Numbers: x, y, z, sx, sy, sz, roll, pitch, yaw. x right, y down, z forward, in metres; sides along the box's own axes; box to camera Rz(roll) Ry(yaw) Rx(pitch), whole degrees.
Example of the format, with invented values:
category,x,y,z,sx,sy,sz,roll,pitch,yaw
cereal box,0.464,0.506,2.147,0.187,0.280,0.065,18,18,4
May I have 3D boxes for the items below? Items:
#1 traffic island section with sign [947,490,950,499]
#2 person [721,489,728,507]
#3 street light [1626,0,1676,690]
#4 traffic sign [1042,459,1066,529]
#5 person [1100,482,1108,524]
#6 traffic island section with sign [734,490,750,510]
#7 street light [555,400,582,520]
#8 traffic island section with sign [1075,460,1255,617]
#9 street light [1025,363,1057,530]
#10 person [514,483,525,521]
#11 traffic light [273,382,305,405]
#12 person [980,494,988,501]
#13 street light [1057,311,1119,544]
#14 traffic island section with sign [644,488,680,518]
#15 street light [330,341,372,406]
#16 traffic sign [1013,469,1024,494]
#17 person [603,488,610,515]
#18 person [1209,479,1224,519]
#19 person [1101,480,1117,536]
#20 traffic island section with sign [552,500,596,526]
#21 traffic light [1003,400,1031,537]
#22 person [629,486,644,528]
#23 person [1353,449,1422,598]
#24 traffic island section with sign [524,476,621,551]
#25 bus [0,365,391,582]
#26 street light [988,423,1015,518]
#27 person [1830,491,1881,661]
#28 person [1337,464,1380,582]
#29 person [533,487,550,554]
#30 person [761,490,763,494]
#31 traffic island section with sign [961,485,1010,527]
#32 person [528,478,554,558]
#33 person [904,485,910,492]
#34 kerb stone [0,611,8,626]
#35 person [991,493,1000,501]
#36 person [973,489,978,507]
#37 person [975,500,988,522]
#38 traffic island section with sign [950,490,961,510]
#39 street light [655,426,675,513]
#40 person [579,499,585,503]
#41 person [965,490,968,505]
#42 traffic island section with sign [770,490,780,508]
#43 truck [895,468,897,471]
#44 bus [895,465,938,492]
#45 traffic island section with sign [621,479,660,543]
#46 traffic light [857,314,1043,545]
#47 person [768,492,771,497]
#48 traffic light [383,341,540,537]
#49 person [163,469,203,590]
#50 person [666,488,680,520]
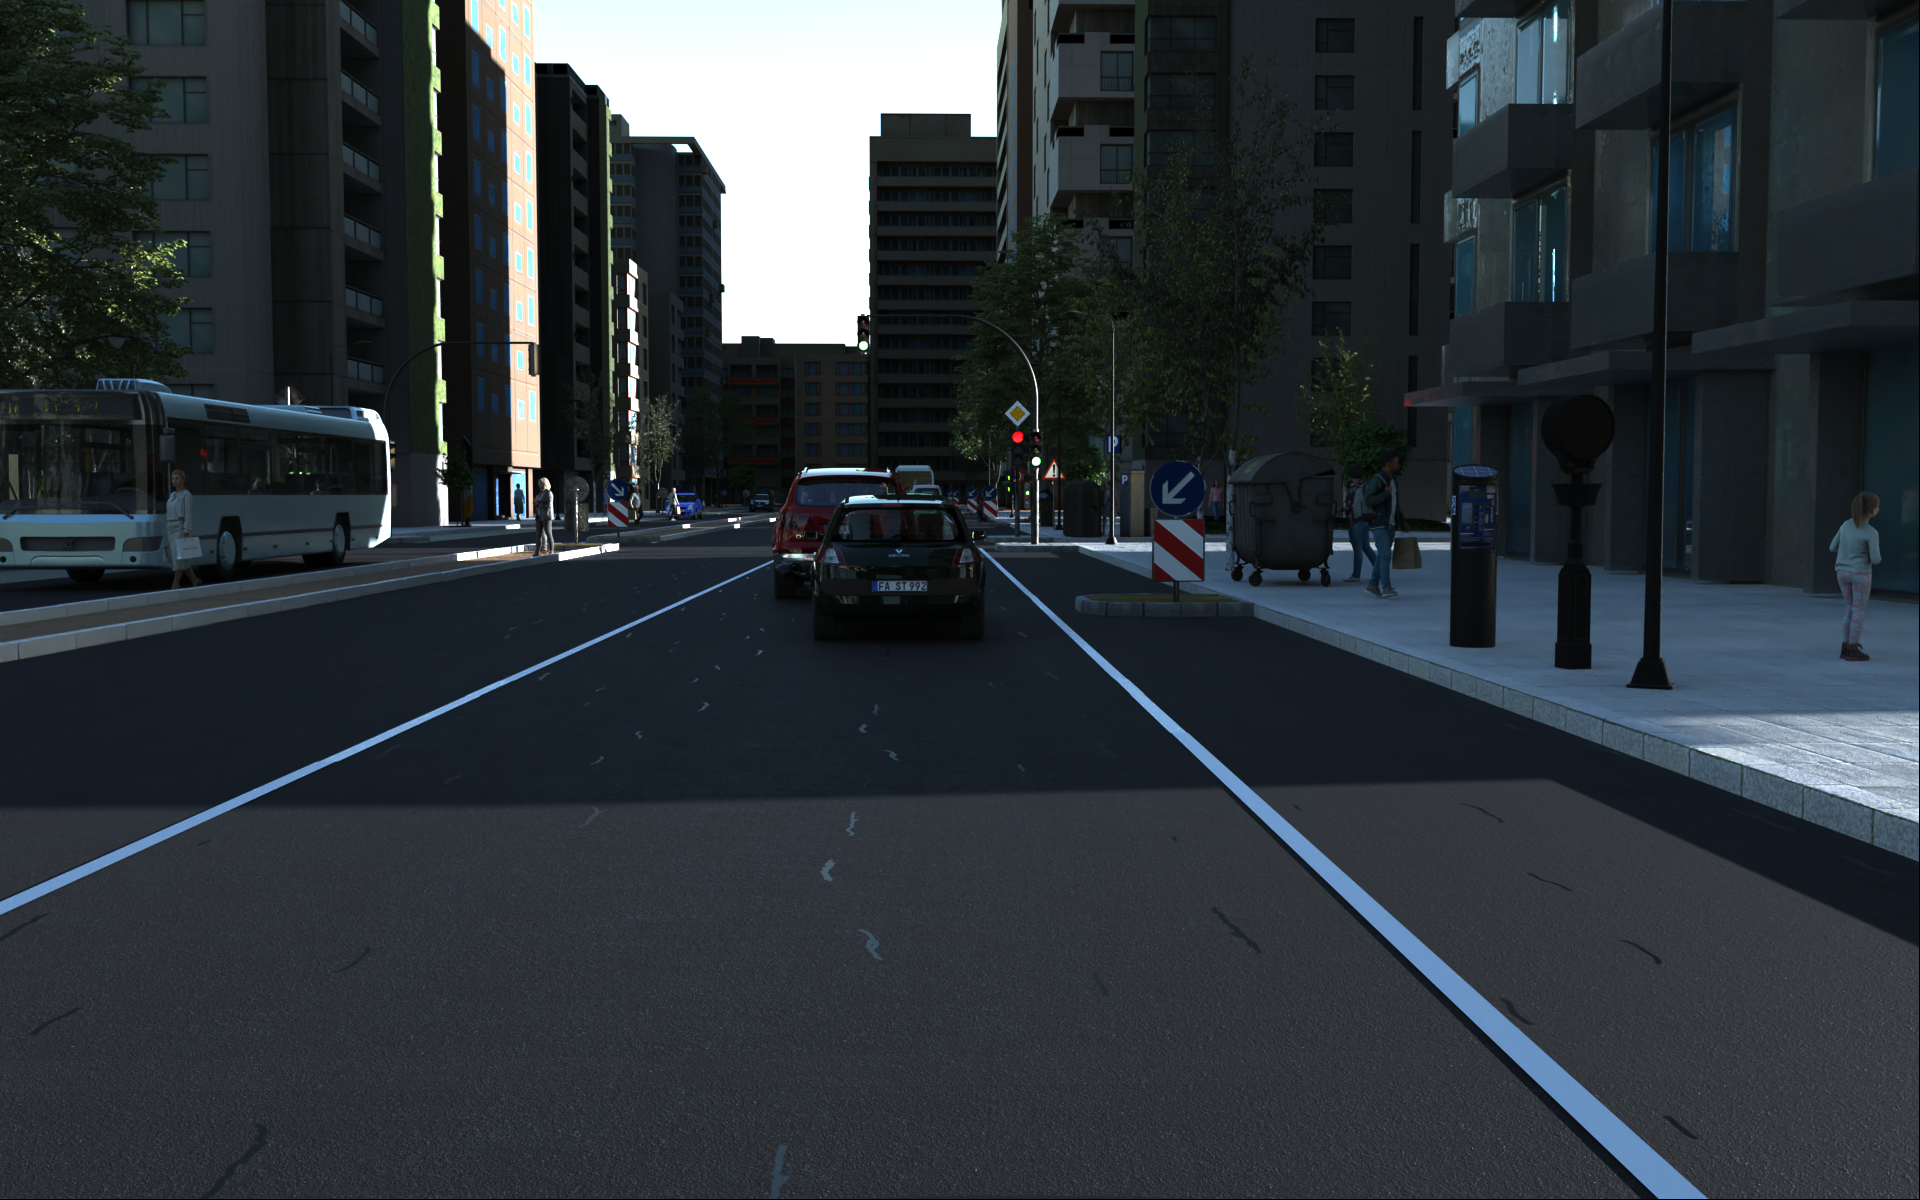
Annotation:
category,x,y,z,sx,sy,sz,roll,pitch,yaw
traffic island section with sign,-0.526,-8.889,153.956,1.989,1.847,2.006,0,4,-1
person,-24.139,-10.483,177.306,0.709,1.838,0.599,0,4,-7
street light,4.057,-2.373,11.337,1.470,5.913,1.316,0,4,-1
traffic sign,3.424,-3.859,63.104,0.884,2.594,0.081,0,4,2
person,6.163,-4.132,73.791,0.709,1.800,0.728,1,4,19
traffic island section with sign,-19.062,-8.926,154.563,1.989,1.847,2.006,0,4,-1
street light,-19.281,-6.890,85.187,1.470,5.913,1.316,0,4,-1
traffic island section with sign,2.440,-0.767,21.162,1.989,1.847,2.006,0,4,-1
street light,2.996,-5.443,61.540,1.470,5.913,1.316,0,4,-1
person,-21.289,-4.725,83.518,0.478,1.798,0.641,1,4,13
traffic light,-16.874,-3.345,43.616,0.839,4.253,0.868,0,4,-1
person,2.315,-8.520,145.334,1.348,1.826,0.705,0,4,-3
street light,3.335,-4.375,44.068,1.470,5.913,1.316,0,4,-1
traffic island section with sign,-17.941,-5.859,104.429,1.989,1.847,2.006,0,4,-1
street light,-18.546,-4.903,52.698,1.470,5.913,1.316,0,4,-1
traffic sign,2.794,-5.289,86.584,0.768,2.556,0.104,0,4,3
person,-21.109,-5.970,103.741,0.778,1.811,0.616,-2,4,-24
person,9.089,-3.389,61.464,0.555,1.821,0.388,-1,4,-15
person,4.613,-2.822,53.187,0.512,1.701,0.522,-3,5,-42
traffic island section with sign,-17.336,-4.199,77.286,1.989,1.847,2.006,0,4,-1
traffic light,1.705,-3.860,52.032,0.839,4.253,0.868,0,4,-1
person,-13.860,-3.965,73.819,0.515,1.767,0.782,2,4,31
person,5.248,-0.929,21.219,0.794,1.824,0.713,-2,4,-31
traffic island section with sign,-9.906,-2.202,44.139,2.006,1.907,1.989,0,4,-1
bus,-13.339,-2.211,31.009,2.948,3.499,13.247,0,4,-3
street light,2.291,-7.422,93.894,1.470,5.913,1.316,0,4,-1
person,6.939,-0.188,13.390,0.394,1.301,0.425,-3,4,-36
person,5.833,-1.121,25.205,0.643,1.720,0.563,2,4,32
person,-9.996,-1.999,41.366,0.511,1.800,0.466,2,4,35
person,-17.316,-8.741,151.967,0.990,1.755,0.434,-1,4,-17
traffic island section with sign,1.193,-4.166,76.750,1.989,1.847,2.006,0,4,-1
person,-9.328,-1.838,38.730,0.526,1.800,0.537,-3,5,-39
person,-1.889,-3.294,62.904,0.519,1.759,0.362,2,4,35
kerb stone,-10.387,0.226,18.566,0.120,0.150,1.000,0,4,-1
person,2.637,-8.024,137.239,1.348,1.824,0.705,3,4,36
person,1.351,-8.663,148.348,0.551,1.740,0.621,3,5,45
person,1.118,-4.027,79.837,1.012,1.151,0.738,-1,4,-11
traffic island section with sign,0.591,-5.844,104.180,1.989,1.847,2.006,0,4,-1
street light,-20.003,-8.869,117.542,1.470,5.913,1.316,0,4,-1
person,-22.749,-5.979,103.825,0.660,1.820,0.620,3,5,42
person,0.789,-11.542,195.432,0.721,1.739,1.217,0,4,7
traffic island section with sign,-19.669,-10.581,181.632,1.989,1.847,2.006,0,4,-1
truck,-5.370,-10.977,169.228,2.967,4.110,18.799,0,4,-1
bus,-3.004,-7.491,117.333,2.948,3.499,13.247,0,4,-1
traffic island section with sign,-10.062,-2.655,51.545,2.006,1.907,1.989,0,4,-1
traffic light,-0.207,-4.232,43.861,4.771,5.953,1.251,0,4,-1
person,-17.928,-9.298,161.998,0.593,1.643,0.415,2,4,25
traffic light,-14.962,-4.710,51.681,4.771,5.953,1.251,0,4,-1
person,-11.045,-0.966,24.644,0.624,1.780,0.694,-3,5,-44
person,-15.616,-5.224,94.401,0.782,1.767,0.515,3,5,39
